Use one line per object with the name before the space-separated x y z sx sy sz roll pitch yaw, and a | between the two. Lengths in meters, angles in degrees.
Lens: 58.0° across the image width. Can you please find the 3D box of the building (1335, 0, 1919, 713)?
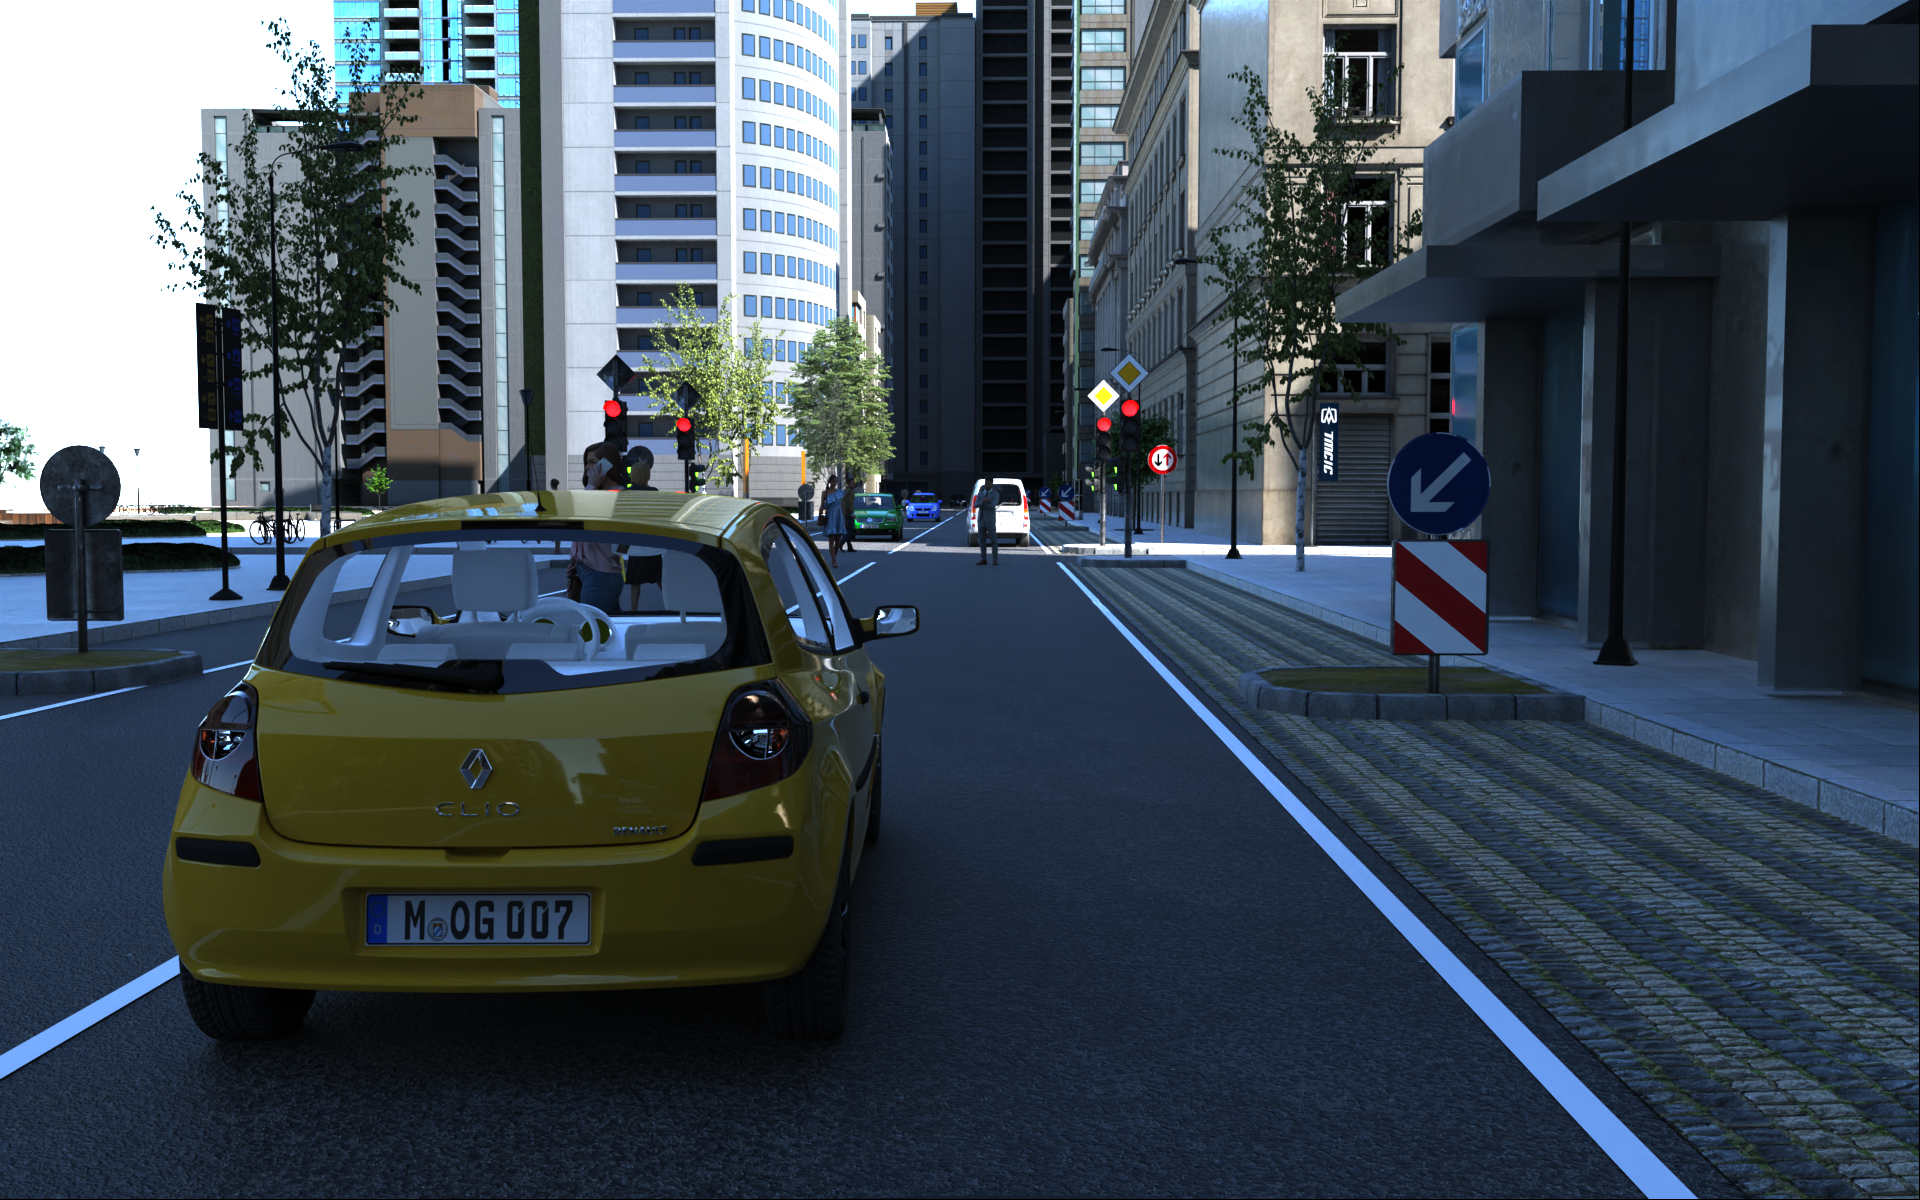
building | 15.559 -23.748 7.895 23.786 49.044 30.456 0 4 1

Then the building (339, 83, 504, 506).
building | -56.835 -32.806 186.486 14.200 45.320 14.600 0 4 1

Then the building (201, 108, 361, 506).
building | -71.449 -30.775 186.770 14.086 41.232 14.154 0 4 1

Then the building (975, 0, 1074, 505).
building | 12.290 -47.255 210.863 20.611 71.187 20.563 0 4 1

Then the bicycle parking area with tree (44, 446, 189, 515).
bicycle parking area with tree | -51.268 -7.285 106.112 9.016 4.147 8.231 1 4 9

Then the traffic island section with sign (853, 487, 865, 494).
traffic island section with sign | -5.489 -5.265 94.715 1.989 1.847 2.006 0 4 1

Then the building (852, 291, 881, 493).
building | -22.171 -19.382 161.932 27.650 21.520 28.899 0 4 1

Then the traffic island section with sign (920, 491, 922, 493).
traffic island section with sign | -4.052 -9.974 171.696 1.989 1.847 2.006 0 4 1

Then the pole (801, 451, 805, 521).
pole | -7.449 -5.410 82.303 0.158 3.312 0.155 0 3 0

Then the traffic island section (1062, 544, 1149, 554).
traffic island section | 3.549 -1.256 42.812 2.009 0.180 2.903 0 4 1

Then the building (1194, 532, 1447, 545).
building | 21.900 -13.225 49.511 30.059 22.955 16.112 0 4 1

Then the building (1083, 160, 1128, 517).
building | 14.790 -16.141 105.699 13.314 21.916 24.055 0 4 1

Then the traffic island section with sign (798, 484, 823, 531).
traffic island section with sign | -5.998 -3.617 67.764 1.989 1.847 2.006 0 4 1

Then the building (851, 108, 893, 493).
building | -14.314 -30.734 186.091 14.086 41.232 14.154 0 4 1

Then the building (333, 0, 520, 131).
building | -62.884 -55.059 212.887 31.000 86.520 22.319 0 4 1

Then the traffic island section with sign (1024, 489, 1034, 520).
traffic island section with sign | 4.528 -5.271 94.802 1.989 1.847 2.006 0 4 1

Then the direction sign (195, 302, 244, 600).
direction sign | -8.932 -1.772 20.968 0.379 3.537 0.876 1 4 10

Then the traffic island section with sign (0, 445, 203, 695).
traffic island section with sign | -7.021 -0.285 13.283 1.989 1.847 2.006 0 4 1

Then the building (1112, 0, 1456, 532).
building | 15.877 -14.956 77.807 16.112 22.955 30.059 0 4 1

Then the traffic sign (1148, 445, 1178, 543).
traffic sign | 5.262 -2.745 44.994 0.768 2.556 0.104 1 4 9

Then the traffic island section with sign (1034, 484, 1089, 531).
traffic island section with sign | 4.029 -3.622 67.851 1.989 1.847 2.006 0 4 1

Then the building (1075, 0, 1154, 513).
building | 15.284 -26.975 124.637 14.154 41.232 14.086 0 4 1

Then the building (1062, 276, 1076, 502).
building | 23.160 -18.481 147.203 27.650 21.520 28.899 0 4 1

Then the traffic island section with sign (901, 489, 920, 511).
traffic island section with sign | -4.561 -8.325 144.745 1.989 1.847 2.006 0 4 1

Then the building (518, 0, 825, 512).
building | -19.912 -36.101 132.254 21.231 58.520 28.212 0 4 1

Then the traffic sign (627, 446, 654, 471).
traffic sign | -8.415 -2.777 45.505 0.768 2.556 0.104 1 4 9

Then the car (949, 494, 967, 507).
car | -0.225 -11.184 192.637 2.009 1.686 4.222 0 4 1

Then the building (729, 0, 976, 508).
building | -12.112 -40.977 211.975 28.212 58.520 21.231 0 4 1

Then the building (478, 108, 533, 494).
building | -42.691 -30.759 186.502 14.086 41.232 14.154 0 4 1

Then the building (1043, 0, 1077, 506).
building | 20.143 -52.758 175.263 22.319 86.520 31.000 0 4 1

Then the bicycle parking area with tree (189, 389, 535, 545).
bicycle parking area with tree | -14.462 -3.683 47.227 8.231 4.147 9.016 1 4 11

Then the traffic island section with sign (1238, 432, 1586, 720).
traffic island section with sign | 2.972 -0.198 11.859 1.989 1.847 2.006 0 4 1

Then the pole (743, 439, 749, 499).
pole | -7.990 -4.329 64.630 0.158 3.312 0.155 0 3 0

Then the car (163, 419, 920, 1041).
car | -1.151 0.260 5.972 2.015 1.641 3.980 0 4 -1

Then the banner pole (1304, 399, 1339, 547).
banner pole | 8.748 -3.171 41.869 0.863 3.779 0.401 0 4 3

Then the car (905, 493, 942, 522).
car | -1.873 -4.938 90.322 1.945 1.707 3.694 0 4 1

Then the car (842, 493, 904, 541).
car | -2.701 -2.757 53.881 1.959 1.807 4.718 0 4 0
